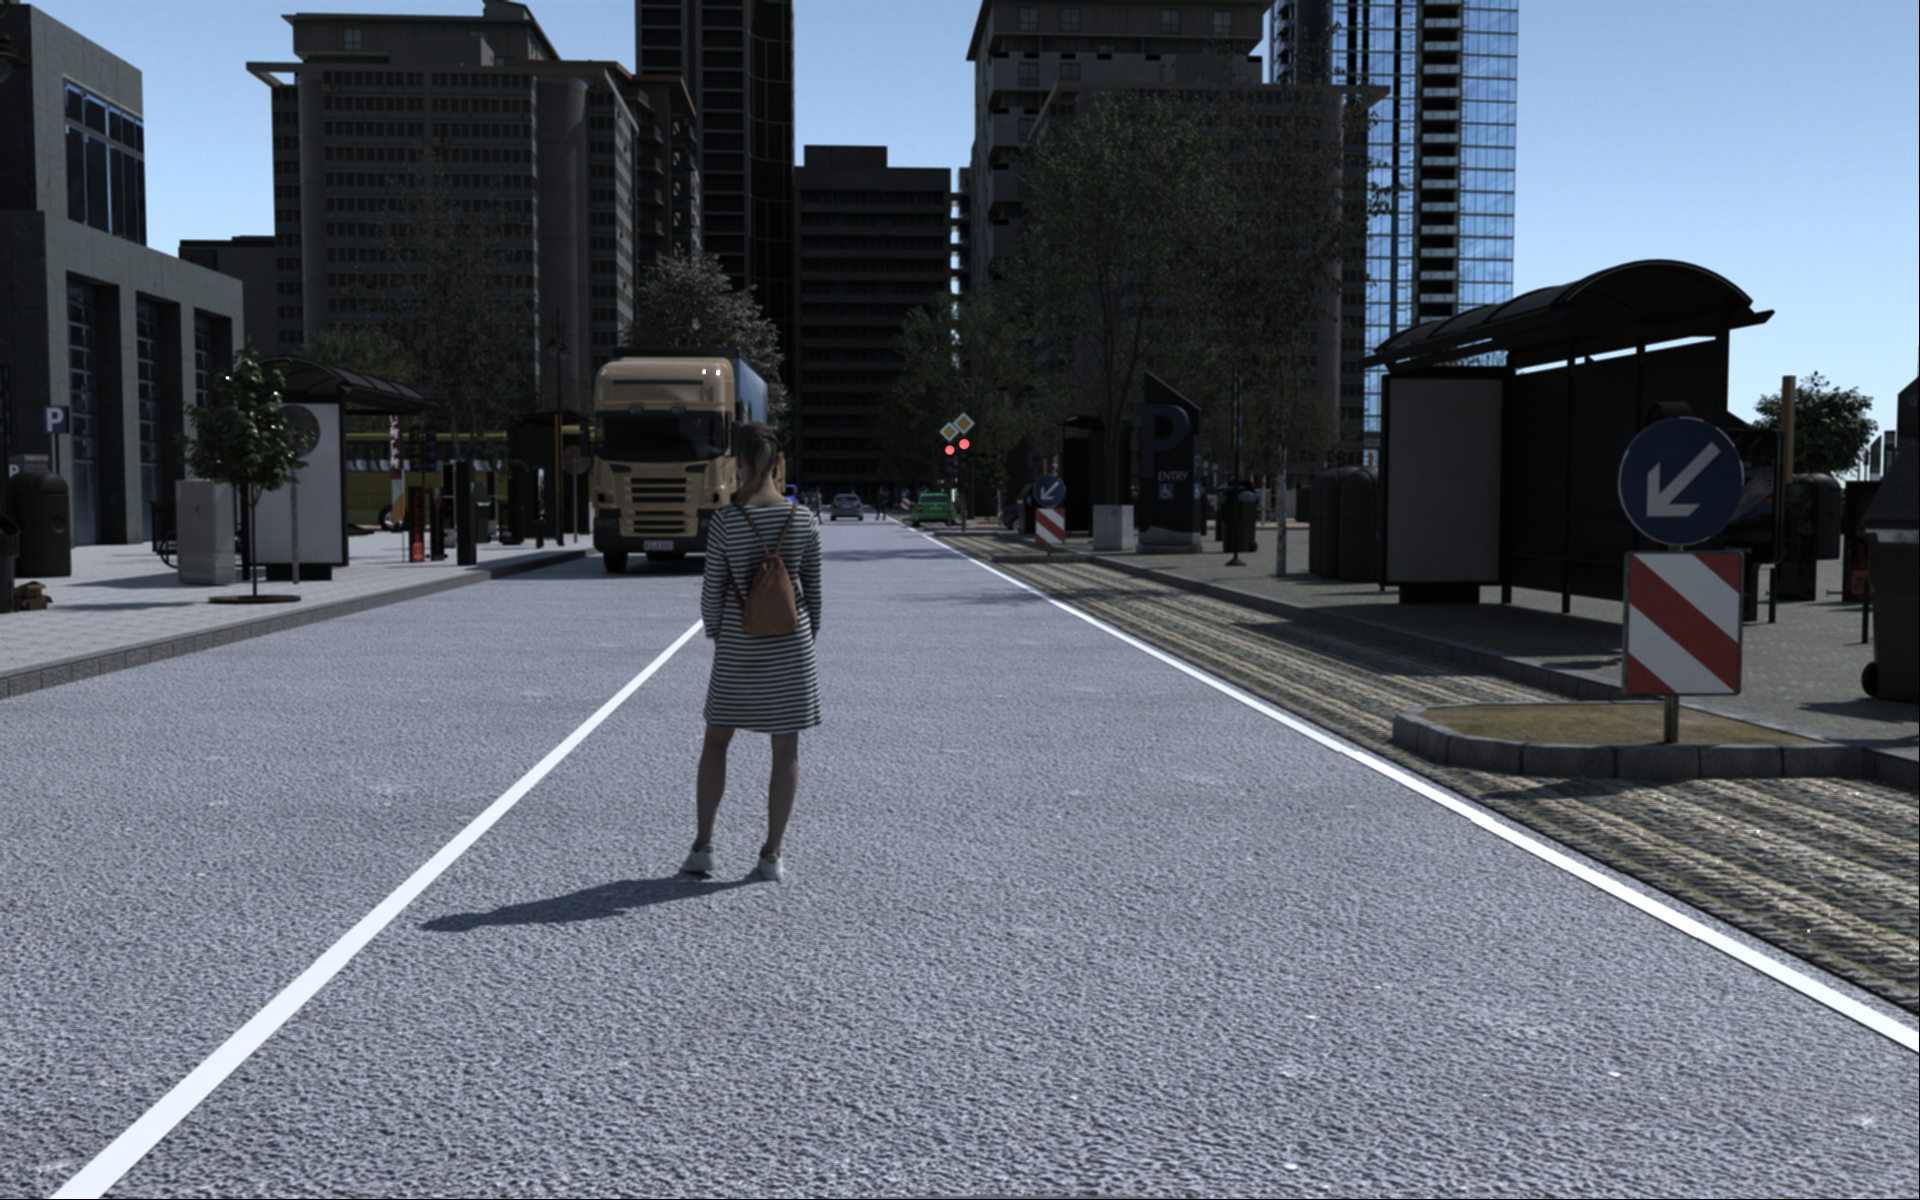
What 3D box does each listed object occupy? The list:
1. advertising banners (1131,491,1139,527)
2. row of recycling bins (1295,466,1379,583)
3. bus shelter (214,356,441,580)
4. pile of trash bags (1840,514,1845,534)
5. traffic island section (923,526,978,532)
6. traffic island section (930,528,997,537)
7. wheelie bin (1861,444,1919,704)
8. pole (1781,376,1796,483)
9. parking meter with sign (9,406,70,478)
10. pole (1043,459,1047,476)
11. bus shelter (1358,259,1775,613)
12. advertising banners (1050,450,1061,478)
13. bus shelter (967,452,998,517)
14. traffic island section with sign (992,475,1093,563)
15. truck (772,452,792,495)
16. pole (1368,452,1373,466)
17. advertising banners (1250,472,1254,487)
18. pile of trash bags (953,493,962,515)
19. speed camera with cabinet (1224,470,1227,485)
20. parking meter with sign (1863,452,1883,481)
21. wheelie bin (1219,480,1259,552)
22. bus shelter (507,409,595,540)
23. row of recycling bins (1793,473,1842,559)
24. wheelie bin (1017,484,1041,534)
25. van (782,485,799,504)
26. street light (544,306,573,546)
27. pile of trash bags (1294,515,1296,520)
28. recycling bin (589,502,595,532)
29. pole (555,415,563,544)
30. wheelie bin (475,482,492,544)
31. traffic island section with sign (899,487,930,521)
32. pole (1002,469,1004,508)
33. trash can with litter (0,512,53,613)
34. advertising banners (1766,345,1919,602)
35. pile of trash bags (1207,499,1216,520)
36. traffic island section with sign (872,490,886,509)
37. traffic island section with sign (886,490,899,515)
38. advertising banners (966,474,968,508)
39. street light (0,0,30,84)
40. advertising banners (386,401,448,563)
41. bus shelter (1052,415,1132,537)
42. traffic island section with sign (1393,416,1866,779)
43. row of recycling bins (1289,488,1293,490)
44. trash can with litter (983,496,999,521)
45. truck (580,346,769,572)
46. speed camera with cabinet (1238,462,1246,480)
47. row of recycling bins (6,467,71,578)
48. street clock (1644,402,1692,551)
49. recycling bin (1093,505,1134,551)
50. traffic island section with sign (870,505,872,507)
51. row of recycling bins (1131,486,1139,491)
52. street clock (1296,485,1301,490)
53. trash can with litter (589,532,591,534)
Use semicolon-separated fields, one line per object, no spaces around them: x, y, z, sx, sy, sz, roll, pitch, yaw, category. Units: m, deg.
7.500;-4.350;67.310;2.074;3.025;0.090;-1;4;-14;advertising banners
6.024;-1.199;26.711;1.069;1.692;3.534;0;4;2;row of recycling bins
-10.088;-2.096;28.187;2.014;3.302;5.546;0;4;-4;bus shelter
28.905;-2.790;55.369;3.447;1.369;1.912;1;4;14;pile of trash bags
-0.392;-2.756;67.341;2.009;0.180;2.903;0;4;-4;traffic island section
0.148;-2.269;59.374;2.009;0.180;2.903;0;4;-4;traffic island section
6.047;-0.171;10.697;0.693;1.594;0.980;-1;4;-21;wheelie bin
14.290;-2.208;29.946;0.158;3.312;0.155;0;3;0;pole
-18.066;-2.278;33.506;0.543;3.016;1.738;1;4;14;parking meter with sign
4.850;-6.449;99.290;0.158;3.312;0.155;0;3;0;pole
5.858;-1.456;17.733;2.014;3.302;5.546;0;4;-4;bus shelter
4.274;-4.380;67.806;0.090;3.025;2.074;-3;5;-43;advertising banners
1.095;-6.568;98.669;1.731;3.624;6.357;0;4;-4;bus shelter
1.693;-1.705;36.507;1.989;1.847;2.006;0;4;-4;traffic island section with sign
-8.979;-4.860;75.382;3.469;3.379;9.791;0;4;-5;truck
19.986;-5.538;84.383;0.158;3.312;0.155;0;3;0;pole
23.951;-8.751;139.269;2.074;3.025;0.090;-3;5;-42;advertising banners
0.346;-6.012;108.053;1.912;1.369;3.447;1;4;10;pile of trash bags
20.887;-8.439;132.314;2.038;3.252;0.660;2;4;31;speed camera with cabinet
38.459;-4.623;71.846;1.738;3.016;0.543;1;4;15;parking meter with sign
6.171;-1.854;38.219;0.980;1.594;0.693;3;5;44;wheelie bin
-11.923;-3.662;51.153;1.731;3.624;6.357;0;4;-4;bus shelter
17.177;-1.748;35.690;1.069;1.692;3.534;0;4;7;row of recycling bins
2.262;-2.975;56.549;0.693;1.594;0.980;-1;4;-19;wheelie bin
-11.337;-6.483;110.386;2.240;2.365;5.245;0;4;-3;van
-9.859;-4.273;42.646;0.468;5.910;1.993;0;4;-4;street light
18.365;-4.691;86.442;3.447;1.369;1.912;2;4;34;pile of trash bags
-12.749;-2.789;58.153;0.722;1.027;0.722;1;4;20;recycling bin
-10.303;-3.099;44.512;0.158;3.312;0.155;0;3;0;pole
-12.641;-2.267;44.968;0.693;1.594;0.980;2;4;25;wheelie bin
-2.053;-5.092;91.884;1.989;1.847;2.006;0;4;-4;traffic island section with sign
3.512;-9.066;142.067;0.158;3.312;0.155;0;3;0;pole
-10.454;-0.457;18.857;0.624;1.170;1.055;0;4;7;trash can with litter
10.736;-1.488;20.525;2.074;3.025;0.090;1;4;23;advertising banners
10.805;-4.611;85.148;3.447;1.369;1.912;-1;4;-10;pile of trash bags
-7.319;-9.846;169.616;1.989;1.847;2.006;0;4;-4;traffic island section with sign
-3.877;-6.737;118.778;1.989;1.847;2.006;0;4;-4;traffic island section with sign
0.411;-5.868;92.125;0.090;3.025;2.074;0;4;4;advertising banners
-7.805;-2.493;13.541;0.468;5.910;1.993;0;4;-4;street light
-10.194;-2.220;32.477;0.090;3.025;2.074;1;4;13;advertising banners
4.115;-3.862;54.423;1.731;3.624;6.357;0;4;-4;bus shelter
3.525;-0.060;9.614;1.989;1.847;2.006;0;4;-4;traffic island section with sign
16.266;-4.440;79.707;1.069;1.692;3.534;0;4;-5;row of recycling bins
1.996;-4.498;84.599;2.233;1.210;1.678;0;4;-6;trash can with litter
-5.499;-2.833;35.230;2.839;4.237;11.283;0;4;-2;truck
17.952;-6.857;106.449;2.038;3.252;0.660;3;4;39;speed camera with cabinet
-15.265;-1.150;25.908;3.534;1.692;1.069;-3;5;-41;row of recycling bins
5.579;-0.558;13.687;0.358;2.002;0.471;0;4;3;street clock
3.488;-1.642;39.398;0.722;1.027;0.722;2;4;29;recycling bin
-9.156;-11.491;196.509;1.989;1.847;2.006;0;4;-4;traffic island section with sign
8.856;-5.107;90.612;1.069;1.692;3.534;-1;4;-15;row of recycling bins
25.808;-7.791;131.956;0.471;2.002;0.358;1;4;13;street clock
-11.837;-2.758;56.144;1.678;1.210;2.233;1;4;21;trash can with litter
